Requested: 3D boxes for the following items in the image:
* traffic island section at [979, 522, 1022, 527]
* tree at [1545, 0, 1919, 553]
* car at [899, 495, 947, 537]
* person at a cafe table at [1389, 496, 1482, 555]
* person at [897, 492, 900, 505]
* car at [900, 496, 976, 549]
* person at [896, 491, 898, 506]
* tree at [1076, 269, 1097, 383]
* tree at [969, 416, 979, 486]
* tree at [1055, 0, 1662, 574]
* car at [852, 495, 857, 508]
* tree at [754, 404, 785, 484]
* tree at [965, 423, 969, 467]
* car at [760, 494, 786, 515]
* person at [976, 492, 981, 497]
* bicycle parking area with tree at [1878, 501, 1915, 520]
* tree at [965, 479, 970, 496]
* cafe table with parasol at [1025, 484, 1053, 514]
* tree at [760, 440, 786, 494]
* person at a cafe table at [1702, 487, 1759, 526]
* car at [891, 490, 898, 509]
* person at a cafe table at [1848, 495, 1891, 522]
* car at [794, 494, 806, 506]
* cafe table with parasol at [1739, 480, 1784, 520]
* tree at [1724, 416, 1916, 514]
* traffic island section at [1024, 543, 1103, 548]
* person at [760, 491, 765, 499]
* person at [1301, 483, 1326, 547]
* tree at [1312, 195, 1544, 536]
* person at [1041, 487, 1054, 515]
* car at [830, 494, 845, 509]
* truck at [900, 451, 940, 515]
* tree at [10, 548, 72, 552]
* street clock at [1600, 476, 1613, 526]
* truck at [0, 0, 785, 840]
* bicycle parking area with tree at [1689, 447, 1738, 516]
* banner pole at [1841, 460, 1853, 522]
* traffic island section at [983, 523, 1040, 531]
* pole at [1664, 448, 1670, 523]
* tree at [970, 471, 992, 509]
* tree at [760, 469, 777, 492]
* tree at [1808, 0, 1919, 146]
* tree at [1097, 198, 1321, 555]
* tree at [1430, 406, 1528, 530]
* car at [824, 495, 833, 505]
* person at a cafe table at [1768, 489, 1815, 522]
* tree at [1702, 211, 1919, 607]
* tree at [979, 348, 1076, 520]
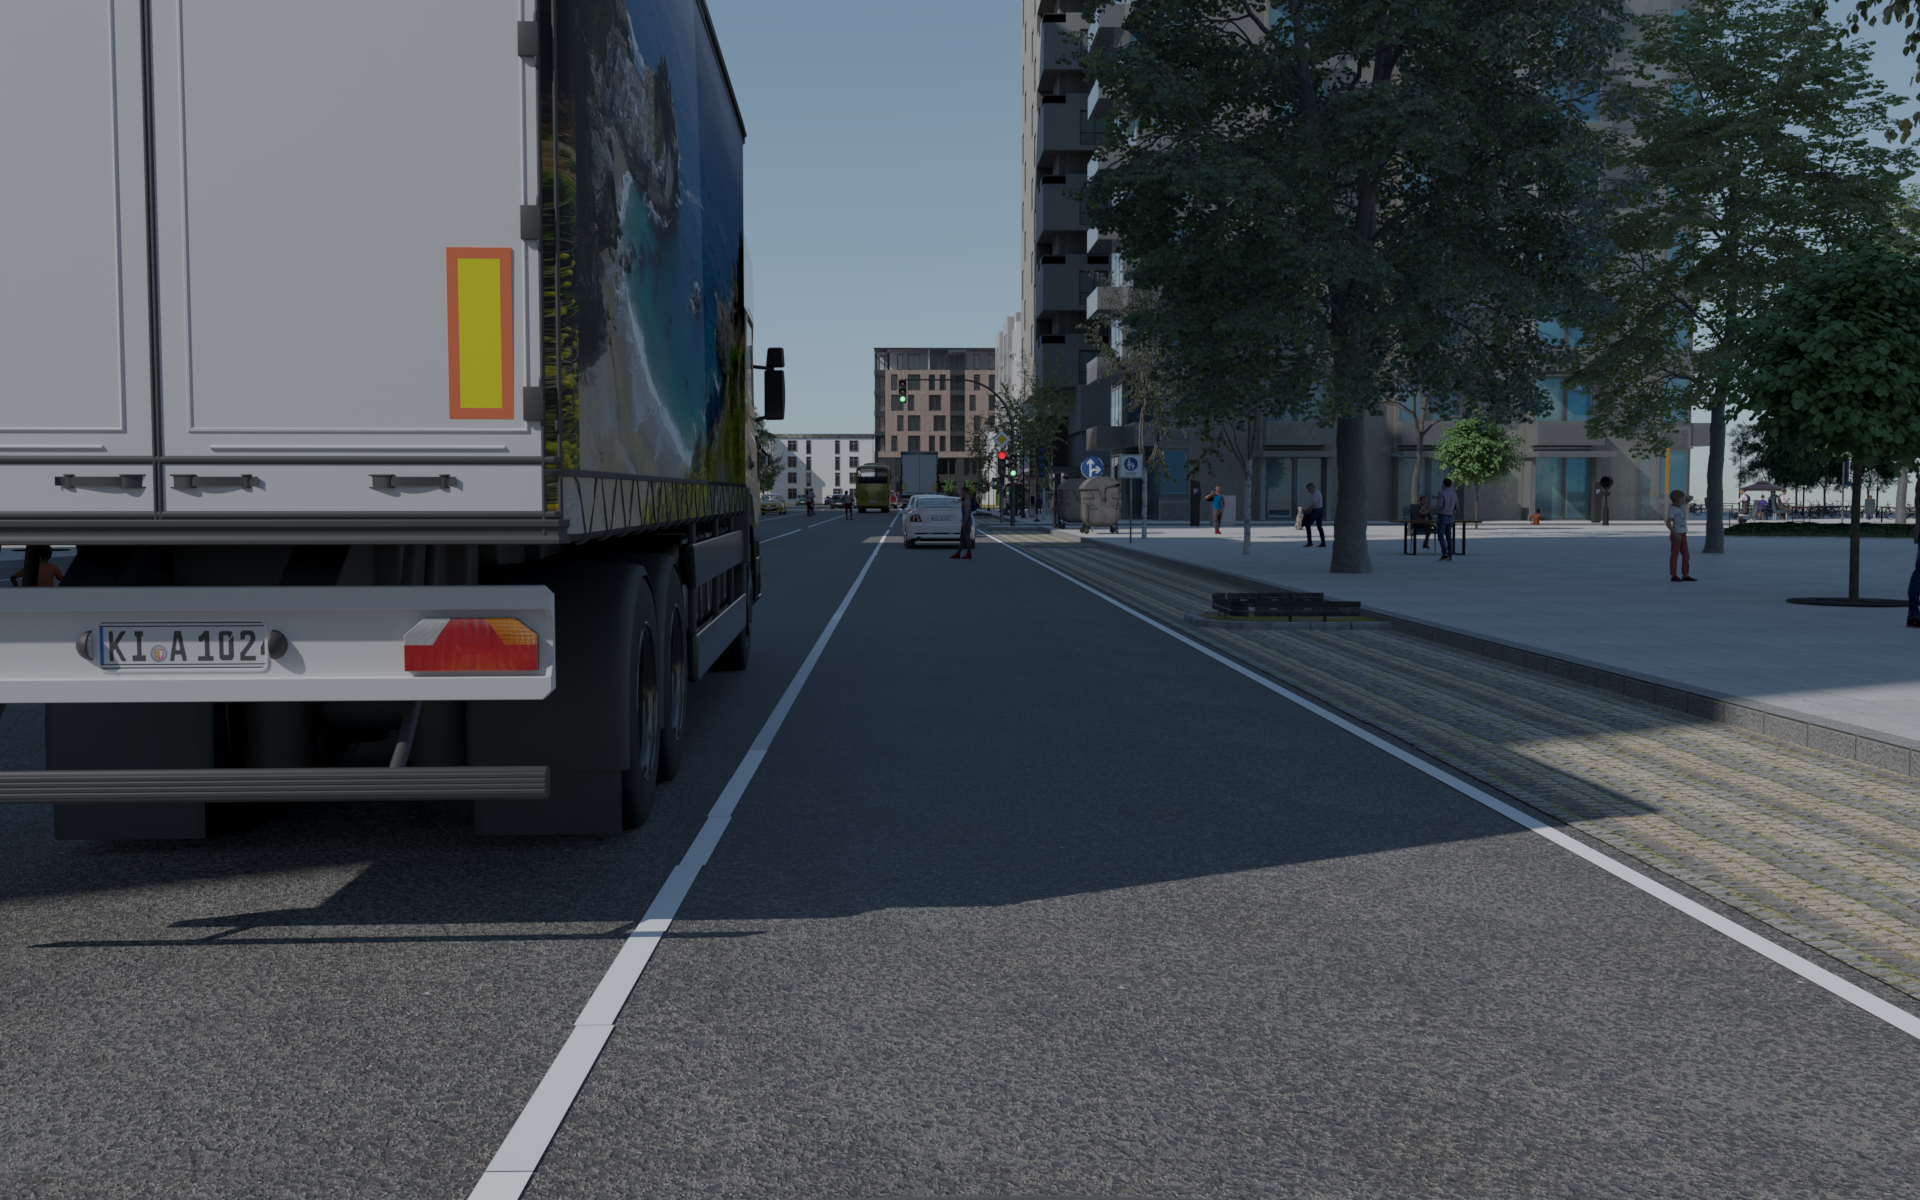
[{"bbox_3d":[1.863,-3.320,76.568,2.009,0.180,2.903,0,4,-2],"label":"traffic island section"},{"bbox_3d":[16.726,-7.271,37.001,7.486,12.596,7.792,0,3,0],"label":"tree"},{"bbox_3d":[-1.036,-2.830,58.267,2.014,1.417,4.499,0,4,-1],"label":"car"},{"bbox_3d":[10.022,-1.595,36.944,1.698,1.238,1.726,0,4,-1],"label":"person at a cafe table"},{"bbox_3d":[-8.141,-13.426,228.457,0.683,1.767,0.568,1,4,22],"label":"person"},{"bbox_3d":[-0.587,-2.117,46.967,2.083,1.381,4.827,0,4,-3],"label":"car"},{"bbox_3d":[-7.849,-12.634,215.086,0.705,1.821,1.348,0,4,7],"label":"person"},{"bbox_3d":[5.461,-6.022,48.829,4.360,8.622,3.978,0,3,0],"label":"tree"},{"bbox_3d":[3.435,-9.645,108.059,4.737,8.622,4.395,0,3,0],"label":"tree"},{"bbox_3d":[6.278,-7.412,27.849,9.857,13.997,8.962,0,3,0],"label":"tree"},{"bbox_3d":[-11.391,-10.069,176.995,2.083,1.381,4.827,0,4,0],"label":"car"},{"bbox_3d":[-24.853,-17.018,195.259,9.611,12.733,9.660,0,3,0],"label":"tree"},{"bbox_3d":[2.099,-12.513,154.953,4.737,8.622,4.395,0,3,0],"label":"tree"},{"bbox_3d":[-12.965,-6.670,119.283,2.015,1.641,3.980,0,3,0],"label":"car"},{"bbox_3d":[2.766,-13.766,233.653,1.350,1.814,0.705,1,4,8],"label":"person"},{"bbox_3d":[47.293,-6.336,90.600,8.231,4.147,9.016,-3,4,-38],"label":"bicycle parking area with tree"},{"bbox_3d":[0.924,-12.454,198.219,1.663,3.219,1.824,0,3,0],"label":"tree"},{"bbox_3d":[5.002,-6.610,112.944,2.610,1.966,2.610,-3,4,-36],"label":"cafe table with parasol"},{"bbox_3d":[-24.881,-16.862,226.056,4.360,8.622,3.978,0,3,0],"label":"tree"},{"bbox_3d":[28.412,-3.369,63.601,1.622,1.524,1.698,3,5,43],"label":"person at a cafe table"},{"bbox_3d":[-7.102,-9.727,167.716,2.281,1.827,5.304,0,4,-3],"label":"car"},{"bbox_3d":[41.169,-4.131,78.408,1.698,1.238,1.726,2,4,27],"label":"person at a cafe table"},{"bbox_3d":[-18.801,-12.088,207.427,2.009,1.686,4.222,0,4,-3],"label":"car"},{"bbox_3d":[39.344,-4.899,84.964,2.610,1.966,2.610,0,4,-4],"label":"cafe table with parasol"},{"bbox_3d":[57.897,-9.452,117.450,11.467,7.101,20.602,0,4,-2],"label":"tree"},{"bbox_3d":[2.726,-1.439,46.400,1.991,0.108,1.994,0,4,-2],"label":"traffic island section"},{"bbox_3d":[-18.038,-9.088,157.809,0.721,1.735,1.217,0,4,7],"label":"person"},{"bbox_3d":[8.538,-2.052,41.806,0.590,1.554,0.614,1,4,18],"label":"person"},{"bbox_3d":[14.068,-7.217,52.406,7.601,10.594,8.767,2,4,32],"label":"tree"},{"bbox_3d":[5.295,-5.944,103.953,0.841,1.734,0.376,2,4,31],"label":"person"},{"bbox_3d":[-11.357,-9.419,163.791,2.009,1.686,4.222,0,4,-1],"label":"car"},{"bbox_3d":[-2.772,-7.950,118.892,2.839,4.237,11.283,0,4,-1],"label":"truck"},{"bbox_3d":[-20.497,-6.898,38.539,9.928,11.665,9.643,0,3,0],"label":"tree"},{"bbox_3d":[26.065,-3.994,69.866,0.358,2.002,0.471,-3,5,-43],"label":"street clock"},{"bbox_3d":[-2.691,-1.329,10.635,2.839,4.237,11.283,0,4,-3],"label":"truck"},{"bbox_3d":[47.536,-7.021,101.801,9.016,4.147,8.231,0,4,-3],"label":"bicycle parking area with tree"},{"bbox_3d":[35.636,-4.862,69.516,0.401,3.779,0.863,-1,4,-15],"label":"banner pole"},{"bbox_3d":[2.093,-2.832,68.586,2.009,0.180,2.903,0,4,-2],"label":"traffic island section"},{"bbox_3d":[31.457,-5.090,77.066,0.158,3.312,0.155,0,3,0],"label":"pole"},{"bbox_3d":[1.941,-9.225,145.436,1.663,3.219,1.824,0,3,0],"label":"tree"},{"bbox_3d":[-24.810,-14.441,219.820,4.285,4.588,4.351,0,3,0],"label":"tree"},{"bbox_3d":[6.975,-3.710,11.024,4.360,8.622,3.978,0,3,0],"label":"tree"},{"bbox_3d":[5.931,-5.282,36.729,4.360,8.622,3.978,0,3,0],"label":"tree"},{"bbox_3d":[18.698,-4.841,62.862,4.285,4.588,4.351,0,3,0],"label":"tree"},{"bbox_3d":[-16.541,-12.874,223.076,1.945,1.354,3.894,0,4,-1],"label":"car"},{"bbox_3d":[38.113,-4.336,79.406,1.622,1.524,1.698,1,4,12],"label":"person at a cafe table"},{"bbox_3d":[10.537,-2.226,20.104,4.285,4.588,4.351,0,3,0],"label":"tree"},{"bbox_3d":[3.948,-8.275,85.651,4.737,8.622,4.395,0,3,0],"label":"tree"}]
